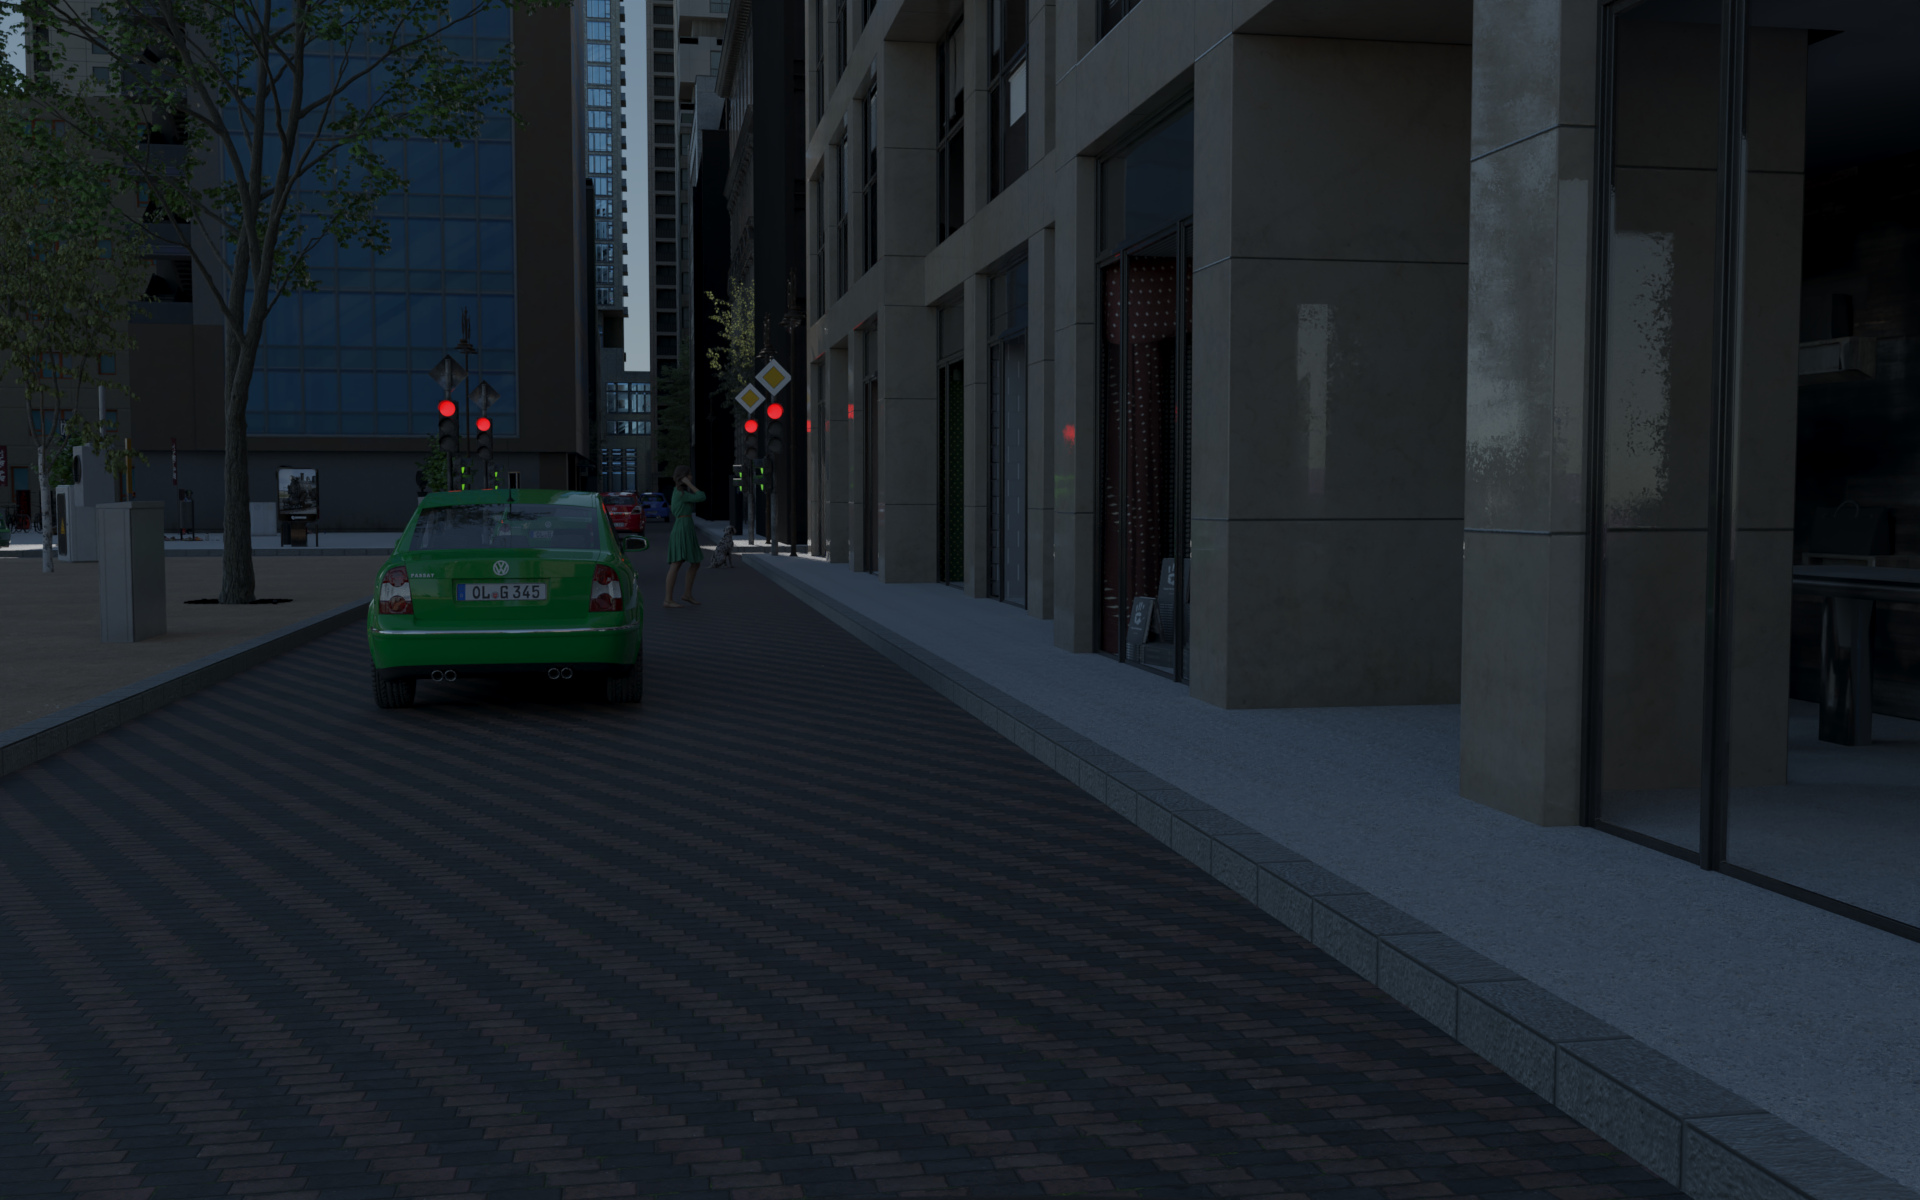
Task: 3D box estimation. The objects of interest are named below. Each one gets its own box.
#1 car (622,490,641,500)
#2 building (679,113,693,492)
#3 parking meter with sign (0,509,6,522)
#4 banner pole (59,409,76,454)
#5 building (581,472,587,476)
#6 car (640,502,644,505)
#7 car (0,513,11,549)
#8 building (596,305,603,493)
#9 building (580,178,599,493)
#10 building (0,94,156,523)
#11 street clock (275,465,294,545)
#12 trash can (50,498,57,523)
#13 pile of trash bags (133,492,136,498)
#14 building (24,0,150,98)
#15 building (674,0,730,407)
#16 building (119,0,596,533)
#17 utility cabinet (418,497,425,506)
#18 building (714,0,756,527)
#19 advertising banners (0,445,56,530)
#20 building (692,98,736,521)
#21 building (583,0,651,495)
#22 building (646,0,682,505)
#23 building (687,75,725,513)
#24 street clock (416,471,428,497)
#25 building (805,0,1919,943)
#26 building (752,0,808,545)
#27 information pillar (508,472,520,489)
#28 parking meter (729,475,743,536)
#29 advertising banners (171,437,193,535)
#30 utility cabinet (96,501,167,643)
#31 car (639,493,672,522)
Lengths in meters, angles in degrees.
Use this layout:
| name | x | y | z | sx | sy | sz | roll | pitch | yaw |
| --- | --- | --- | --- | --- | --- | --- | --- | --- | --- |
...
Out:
| name | x | y | z | sx | sy | sz | roll | pitch | yaw |
| --- | --- | --- | --- | --- | --- | --- | --- | --- | --- |
| car | -31.981 | -9.740 | 167.917 | 2.281 | 1.827 | 5.304 | -1 | 4 | -8 |
| building | -14.836 | -22.268 | 135.791 | 14.160 | 30.474 | 14.107 | -1 | 4 | -10 |
| parking meter with sign | -29.193 | -3.393 | 51.737 | 1.738 | 3.016 | 0.543 | 2 | 4 | 30 |
| banner pole | -26.224 | -3.735 | 51.090 | 0.401 | 3.779 | 0.863 | 1 | 4 | 14 |
| building | -39.410 | -28.959 | 128.102 | 22.147 | 44.769 | 28.867 | -1 | 4 | -10 |
| car | -15.660 | -4.162 | 79.845 | 2.131 | 1.459 | 4.920 | -1 | 4 | -11 |
| car | -22.989 | -1.533 | 36.866 | 4.920 | 1.459 | 2.131 | -1 | 4 | -10 |
| building | -51.472 | -20.239 | 175.951 | 28.899 | 21.520 | 27.650 | -1 | 4 | -10 |
| building | -38.943 | -23.178 | 150.668 | 14.160 | 30.474 | 14.107 | -1 | 4 | -10 |
| building | -34.959 | -15.033 | 90.834 | 27.650 | 21.520 | 28.899 | -1 | 4 | -10 |
| street clock | -17.003 | -2.396 | 43.739 | 0.471 | 2.002 | 0.358 | 1 | 4 | 19 |
| trash can | -32.233 | -3.065 | 61.764 | 0.748 | 1.137 | 0.748 | 0 | 3 | 0 |
| pile of trash bags | -36.493 | -3.900 | 73.521 | 3.447 | 1.369 | 1.912 | -3 | 4 | -37 |
| building | -92.807 | -46.503 | 198.569 | 20.611 | 71.187 | 20.563 | -1 | 4 | -10 |
| building | -11.995 | -34.746 | 157.334 | 28.713 | 52.752 | 27.495 | -1 | 4 | -10 |
| building | -20.944 | -25.234 | 62.680 | 14.600 | 45.320 | 14.200 | -1 | 4 | -10 |
| utility cabinet | -13.521 | -2.032 | 44.385 | 0.306 | 1.237 | 1.020 | 1 | 4 | 9 |
| building | -4.280 | -14.915 | 72.740 | 11.050 | 23.489 | 19.941 | -1 | 4 | -10 |
| advertising banners | -33.826 | -4.061 | 62.579 | 2.074 | 3.025 | 0.090 | -3 | 5 | -43 |
| building | -7.603 | -16.006 | 91.375 | 12.332 | 23.373 | 15.834 | -1 | 4 | -10 |
| building | -52.819 | -54.589 | 205.198 | 31.000 | 86.520 | 22.319 | -1 | 4 | -10 |
| building | -27.401 | -47.209 | 210.116 | 20.611 | 71.187 | 20.563 | -1 | 4 | -10 |
| building | -10.683 | -17.792 | 108.915 | 12.078 | 24.808 | 19.932 | -1 | 4 | -10 |
| street clock | -16.566 | -2.985 | 53.383 | 0.358 | 2.002 | 0.471 | -3 | 5 | -39 |
| building | 9.301 | -13.219 | 20.643 | 19.350 | 26.468 | 34.151 | -1 | 4 | -10 |
| building | 2.331 | -13.491 | 50.250 | 15.834 | 23.373 | 12.332 | -1 | 4 | -10 |
| information pillar | -14.755 | -3.236 | 57.394 | 0.304 | 2.012 | 0.304 | 0 | 4 | 6 |
| parking meter | -6.925 | -2.930 | 53.611 | 0.255 | 1.863 | 0.399 | 3 | 4 | 37 |
| advertising banners | -24.481 | -3.566 | 54.495 | 0.090 | 3.025 | 2.074 | -1 | 4 | -8 |
| utility cabinet | -7.357 | -0.259 | 15.393 | 0.306 | 1.237 | 1.020 | -1 | 4 | -10 |
| car | -15.815 | -4.864 | 89.119 | 1.945 | 1.707 | 3.694 | -1 | 4 | -9 |
